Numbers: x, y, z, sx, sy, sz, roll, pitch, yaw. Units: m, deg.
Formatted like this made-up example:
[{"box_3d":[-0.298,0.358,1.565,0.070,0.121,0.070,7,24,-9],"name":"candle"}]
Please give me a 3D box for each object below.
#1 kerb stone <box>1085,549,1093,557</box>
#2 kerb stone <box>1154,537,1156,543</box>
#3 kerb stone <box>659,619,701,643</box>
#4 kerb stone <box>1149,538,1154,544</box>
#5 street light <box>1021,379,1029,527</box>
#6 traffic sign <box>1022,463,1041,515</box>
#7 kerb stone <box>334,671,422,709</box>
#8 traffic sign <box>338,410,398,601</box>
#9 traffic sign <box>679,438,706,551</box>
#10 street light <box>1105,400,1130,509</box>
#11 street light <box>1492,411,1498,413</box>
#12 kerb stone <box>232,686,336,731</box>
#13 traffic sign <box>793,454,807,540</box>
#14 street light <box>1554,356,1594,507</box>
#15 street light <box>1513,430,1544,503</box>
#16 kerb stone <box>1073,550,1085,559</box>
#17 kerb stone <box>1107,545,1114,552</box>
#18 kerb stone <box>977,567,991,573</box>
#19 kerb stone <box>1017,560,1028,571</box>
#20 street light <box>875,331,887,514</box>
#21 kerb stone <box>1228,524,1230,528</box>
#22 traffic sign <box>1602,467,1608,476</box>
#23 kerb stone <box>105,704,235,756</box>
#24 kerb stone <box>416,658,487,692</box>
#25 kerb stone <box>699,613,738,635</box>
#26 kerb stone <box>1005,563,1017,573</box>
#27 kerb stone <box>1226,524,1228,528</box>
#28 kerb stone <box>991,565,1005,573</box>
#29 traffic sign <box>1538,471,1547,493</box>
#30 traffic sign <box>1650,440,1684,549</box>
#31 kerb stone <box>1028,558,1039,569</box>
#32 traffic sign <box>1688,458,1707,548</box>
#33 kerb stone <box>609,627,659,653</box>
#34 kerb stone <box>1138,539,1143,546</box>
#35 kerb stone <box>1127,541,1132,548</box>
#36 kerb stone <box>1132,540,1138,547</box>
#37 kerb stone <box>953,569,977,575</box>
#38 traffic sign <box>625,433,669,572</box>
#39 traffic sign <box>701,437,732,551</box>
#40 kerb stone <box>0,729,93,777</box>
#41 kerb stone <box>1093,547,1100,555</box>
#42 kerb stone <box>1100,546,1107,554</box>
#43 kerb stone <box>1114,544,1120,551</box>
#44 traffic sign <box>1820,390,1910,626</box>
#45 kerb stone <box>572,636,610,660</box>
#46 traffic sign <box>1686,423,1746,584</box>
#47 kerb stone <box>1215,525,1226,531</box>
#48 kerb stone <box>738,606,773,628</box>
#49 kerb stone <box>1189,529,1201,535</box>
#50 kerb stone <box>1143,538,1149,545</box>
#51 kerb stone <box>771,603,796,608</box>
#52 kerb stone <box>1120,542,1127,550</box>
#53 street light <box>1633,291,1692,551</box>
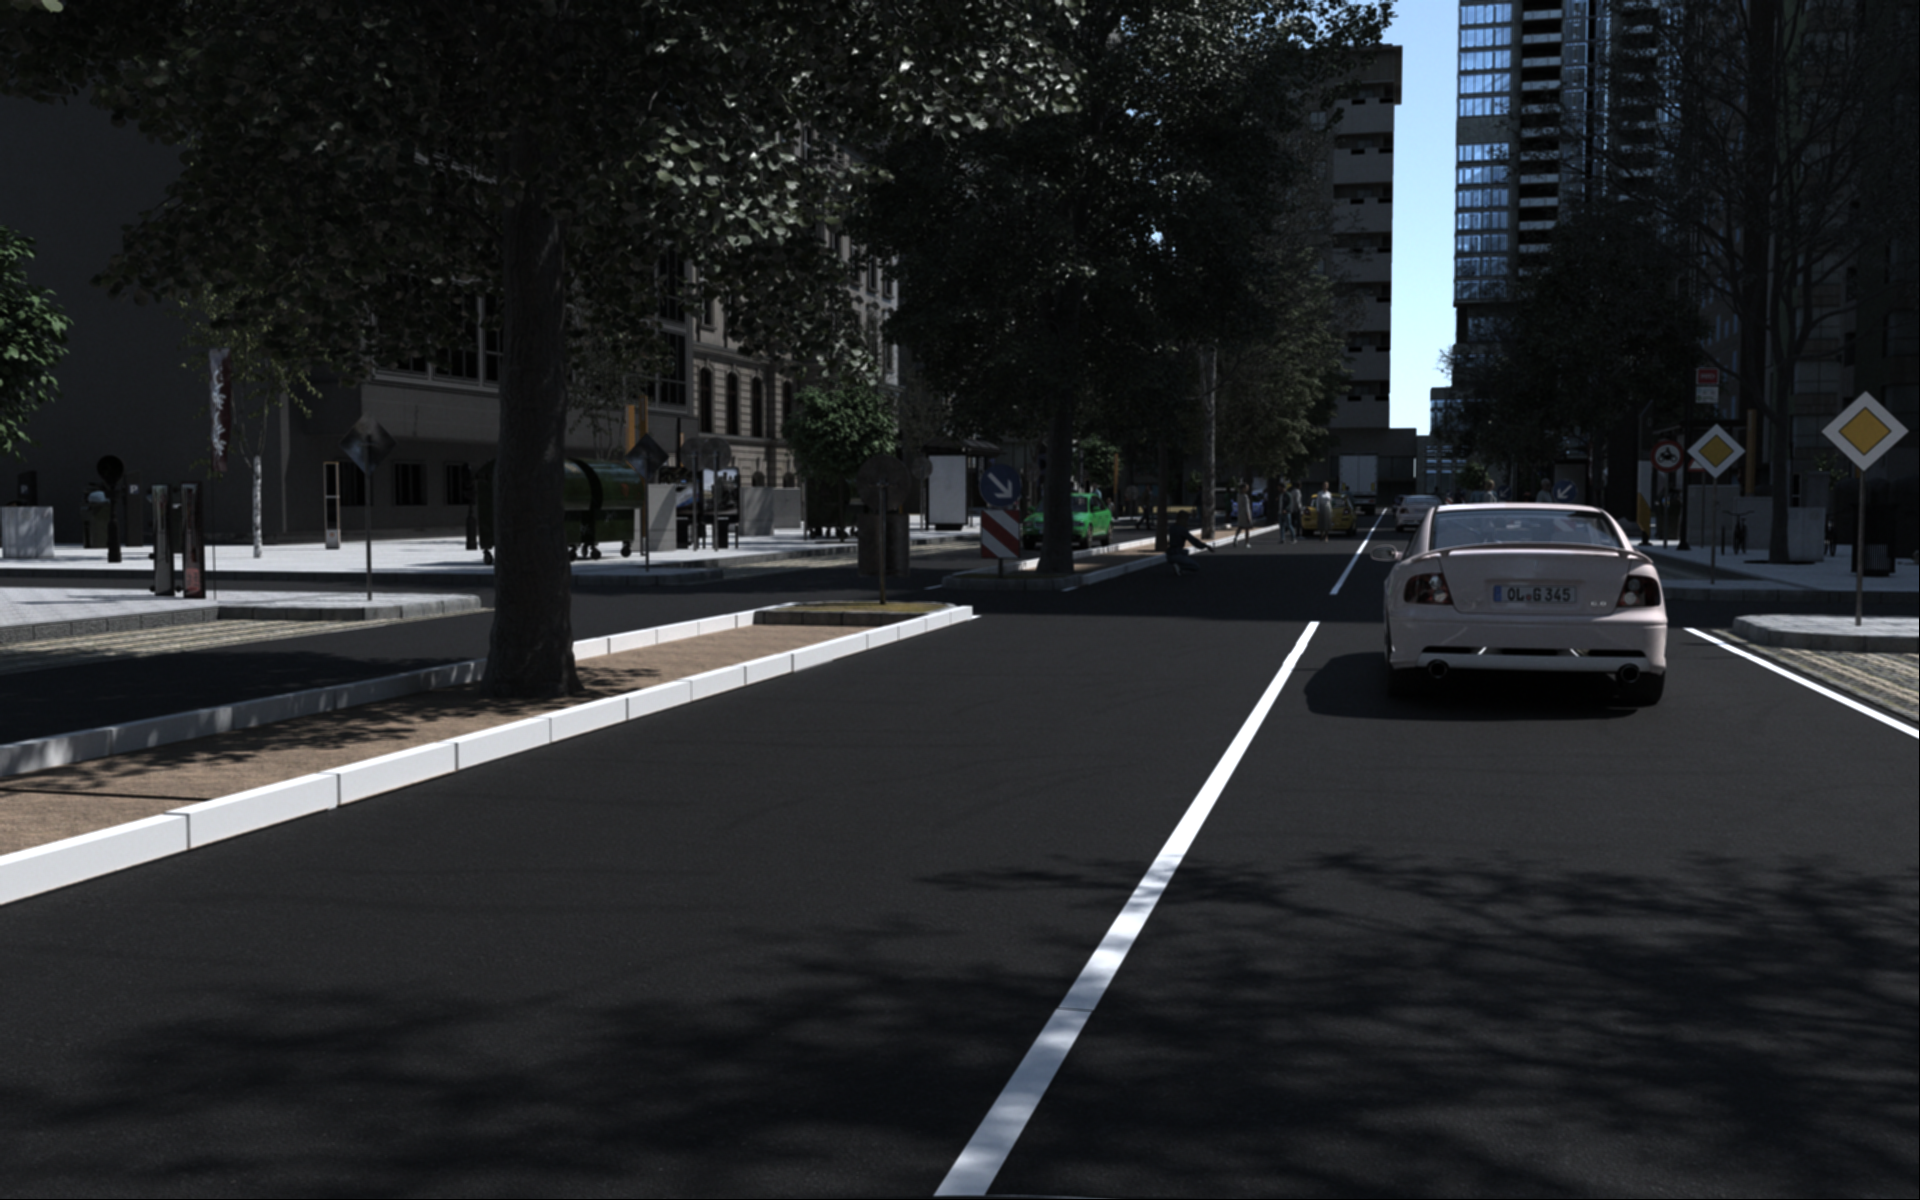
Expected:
[{"box_3d":[2.817,-1.048,39.327,0.120,0.150,1.000,1,4,14],"name":"kerb stone"},{"box_3d":[5.565,-1.716,50.266,0.120,0.150,1.000,1,4,14],"name":"kerb stone"},{"box_3d":[-2.811,0.321,16.944,0.120,0.150,1.000,1,4,14],"name":"kerb stone"},{"box_3d":[5.309,-1.656,49.276,0.120,0.150,1.000,1,4,14],"name":"kerb stone"},{"box_3d":[3.067,-5.793,67.260,1.470,5.913,1.316,1,4,14],"name":"street light"},{"box_3d":[2.894,-4.300,70.417,0.768,2.556,0.104,1,4,19],"name":"traffic sign"},{"box_3d":[-4.060,0.632,11.956,0.120,0.150,1.000,1,4,14],"name":"kerb stone"},{"box_3d":[-7.105,-1.049,20.790,0.795,2.450,0.064,1,4,14],"name":"traffic sign"},{"box_3d":[-5.986,-2.383,39.073,0.768,2.556,0.104,1,4,16],"name":"traffic sign"},{"box_3d":[7.836,-6.950,86.180,1.470,5.913,1.316,1,4,14],"name":"street light"},{"box_3d":[30.312,-7.578,96.435,1.470,5.913,1.316,1,4,14],"name":"street light"},{"box_3d":[-4.313,0.688,10.950,0.120,0.150,1.000,1,4,14],"name":"kerb stone"},{"box_3d":[-4.277,-2.921,47.857,0.768,2.556,0.104,2,4,23],"name":"traffic sign"},{"box_3d":[20.733,-5.255,58.459,1.470,5.913,1.316,1,4,14],"name":"street light"},{"box_3d":[25.476,-6.412,77.385,1.470,5.913,1.316,1,4,14],"name":"street light"},{"box_3d":[2.561,-0.987,38.332,0.120,0.150,1.000,1,4,14],"name":"kerb stone"},{"box_3d":[3.557,-1.221,42.314,0.120,0.150,1.000,1,4,14],"name":"kerb stone"},{"box_3d":[0.309,-0.439,29.372,0.120,0.150,1.000,1,4,14],"name":"kerb stone"},{"box_3d":[1.070,-0.617,32.367,0.120,0.150,1.000,1,4,14],"name":"kerb stone"},{"box_3d":[-1.791,-4.613,47.966,1.470,5.913,1.316,1,4,14],"name":"street light"},{"box_3d":[11.050,-3.054,72.128,0.120,0.150,1.000,1,4,14],"name":"kerb stone"},{"box_3d":[21.886,-3.469,57.910,0.795,2.450,0.064,1,4,23],"name":"traffic sign"},{"box_3d":[-4.562,0.750,9.955,0.120,0.150,1.000,1,4,14],"name":"kerb stone"},{"box_3d":[-3.812,0.567,12.952,0.120,0.150,1.000,1,4,14],"name":"kerb stone"},{"box_3d":[-2.566,0.262,17.938,0.120,0.150,1.000,1,4,14],"name":"kerb stone"},{"box_3d":[0.815,-0.556,31.368,0.120,0.150,1.000,1,4,14],"name":"kerb stone"},{"box_3d":[10.812,-2.992,71.134,0.120,0.150,1.000,1,4,14],"name":"kerb stone"},{"box_3d":[0.568,-0.498,30.375,0.120,0.150,1.000,1,4,14],"name":"kerb stone"},{"box_3d":[32.041,-5.854,95.820,0.768,2.556,0.104,1,4,22],"name":"traffic sign"},{"box_3d":[16.554,-2.475,40.577,0.768,2.556,0.104,1,4,22],"name":"traffic sign"},{"box_3d":[1.321,-0.681,33.357,0.120,0.150,1.000,1,4,14],"name":"kerb stone"},{"box_3d":[17.620,-2.510,41.050,0.884,2.594,0.081,1,4,22],"name":"traffic sign"},{"box_3d":[-3.058,0.382,15.946,0.120,0.150,1.000,1,4,14],"name":"kerb stone"},{"box_3d":[4.807,-1.535,47.294,0.120,0.150,1.000,1,4,14],"name":"kerb stone"},{"box_3d":[4.310,-1.413,45.301,0.120,0.150,1.000,1,4,14],"name":"kerb stone"},{"box_3d":[4.562,-1.474,46.295,0.120,0.150,1.000,1,4,14],"name":"kerb stone"},{"box_3d":[0.060,-0.378,28.379,0.120,0.150,1.000,1,4,14],"name":"kerb stone"},{"box_3d":[-5.159,-1.522,28.535,0.795,2.450,0.064,1,4,14],"name":"traffic sign"},{"box_3d":[-5.459,-2.362,38.726,0.768,2.556,0.104,1,4,22],"name":"traffic sign"},{"box_3d":[-4.818,0.809,8.961,0.120,0.150,1.000,1,4,14],"name":"kerb stone"},{"box_3d":[3.063,-1.109,40.323,0.120,0.150,1.000,1,4,14],"name":"kerb stone"},{"box_3d":[3.314,-1.170,41.321,0.120,0.150,1.000,1,4,14],"name":"kerb stone"},{"box_3d":[3.813,-1.291,43.308,0.120,0.150,1.000,1,4,14],"name":"kerb stone"},{"box_3d":[8.744,-0.805,16.802,0.795,2.450,0.064,1,4,14],"name":"traffic sign"},{"box_3d":[-3.316,0.443,14.948,0.120,0.150,1.000,1,4,14],"name":"kerb stone"},{"box_3d":[10.689,-1.279,24.548,0.795,2.450,0.064,1,4,14],"name":"traffic sign"},{"box_3d":[10.553,-2.931,70.145,0.120,0.150,1.000,1,4,14],"name":"kerb stone"},{"box_3d":[-2.306,0.202,18.926,0.120,0.150,1.000,1,4,14],"name":"kerb stone"},{"box_3d":[8.311,-2.386,61.205,0.120,0.150,1.000,1,4,14],"name":"kerb stone"},{"box_3d":[5.065,-1.596,48.283,0.120,0.150,1.000,1,4,14],"name":"kerb stone"},{"box_3d":[-2.063,0.139,19.928,0.120,0.150,1.000,1,4,14],"name":"kerb stone"},{"box_3d":[4.070,-1.352,44.307,0.120,0.150,1.000,1,4,14],"name":"kerb stone"},{"box_3d":[15.990,-4.094,39.485,1.470,5.913,1.316,1,4,14],"name":"street light"}]
